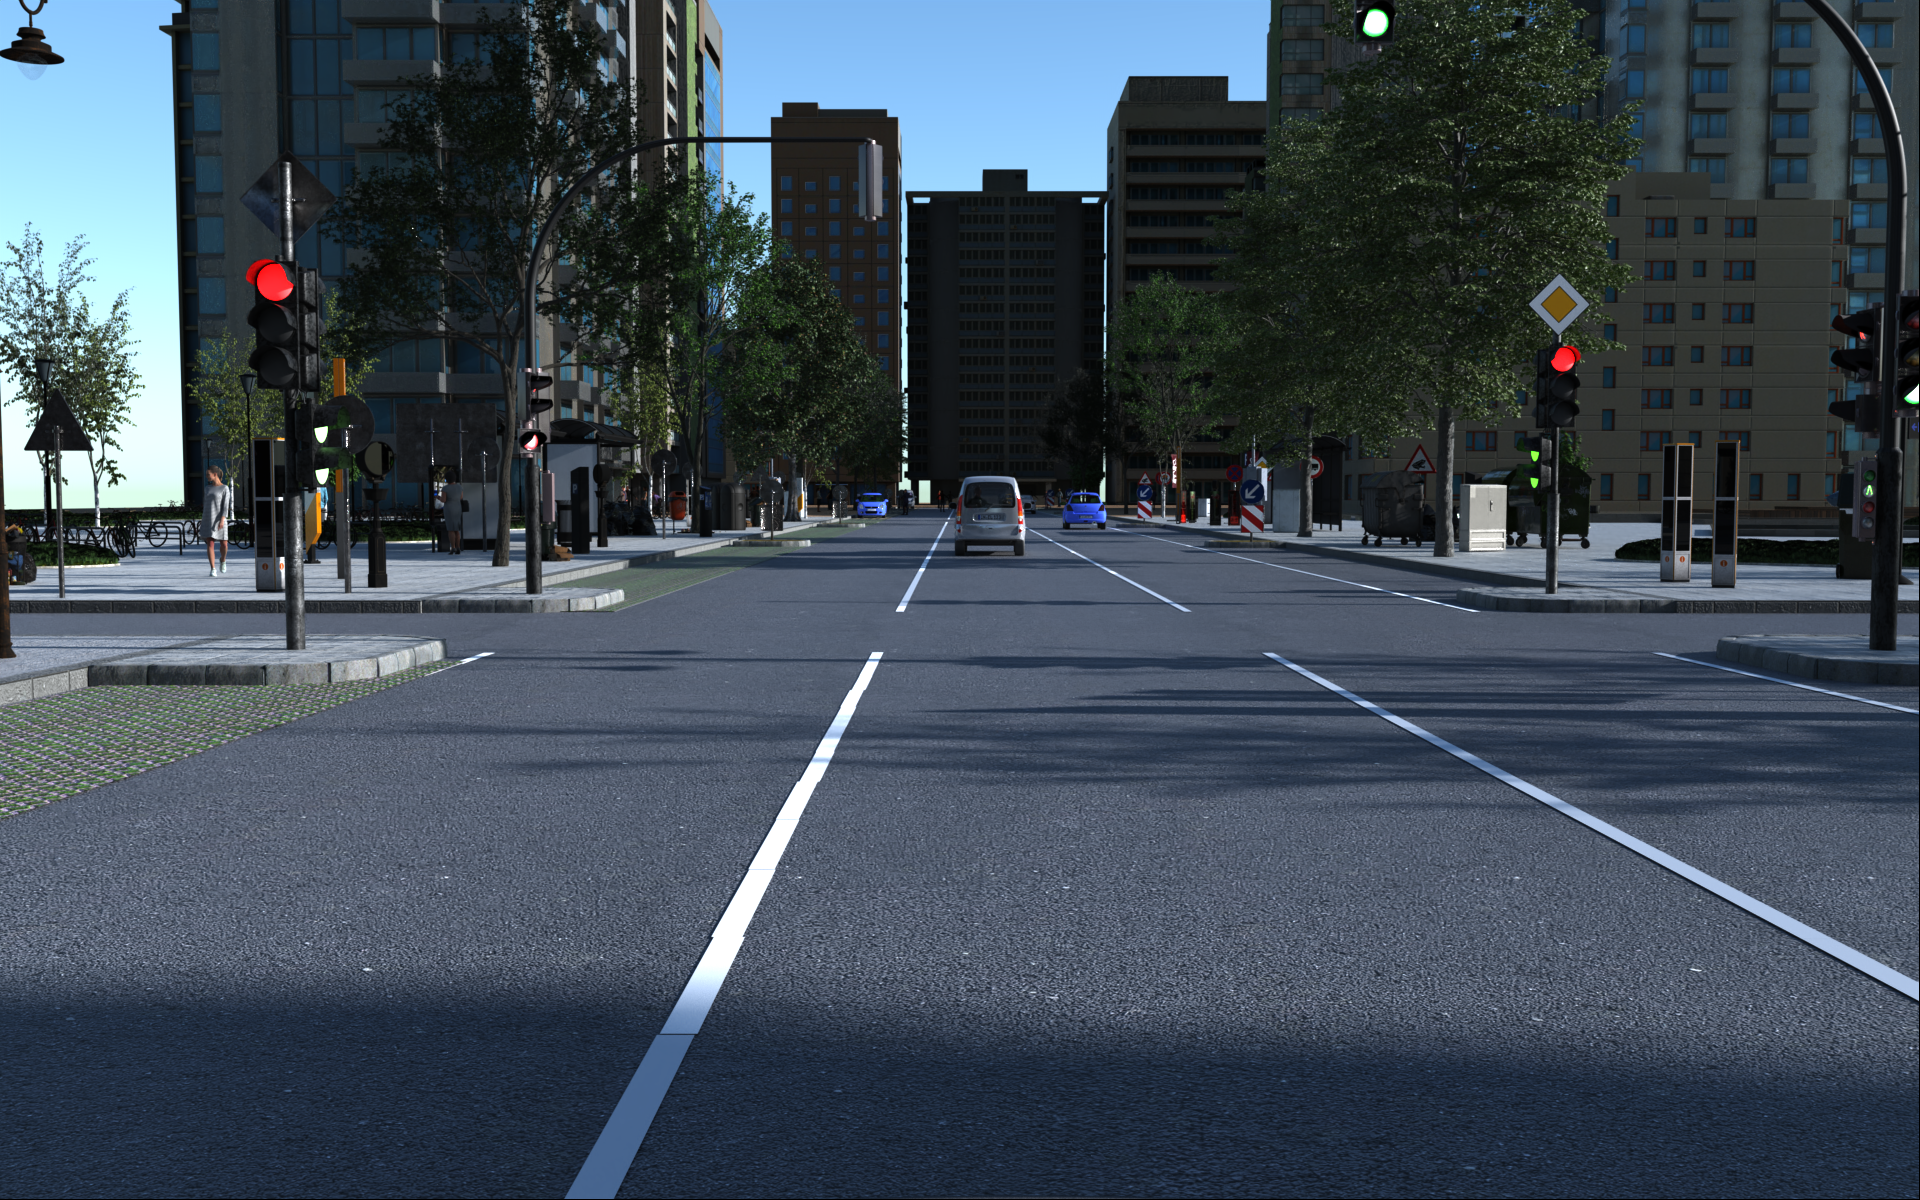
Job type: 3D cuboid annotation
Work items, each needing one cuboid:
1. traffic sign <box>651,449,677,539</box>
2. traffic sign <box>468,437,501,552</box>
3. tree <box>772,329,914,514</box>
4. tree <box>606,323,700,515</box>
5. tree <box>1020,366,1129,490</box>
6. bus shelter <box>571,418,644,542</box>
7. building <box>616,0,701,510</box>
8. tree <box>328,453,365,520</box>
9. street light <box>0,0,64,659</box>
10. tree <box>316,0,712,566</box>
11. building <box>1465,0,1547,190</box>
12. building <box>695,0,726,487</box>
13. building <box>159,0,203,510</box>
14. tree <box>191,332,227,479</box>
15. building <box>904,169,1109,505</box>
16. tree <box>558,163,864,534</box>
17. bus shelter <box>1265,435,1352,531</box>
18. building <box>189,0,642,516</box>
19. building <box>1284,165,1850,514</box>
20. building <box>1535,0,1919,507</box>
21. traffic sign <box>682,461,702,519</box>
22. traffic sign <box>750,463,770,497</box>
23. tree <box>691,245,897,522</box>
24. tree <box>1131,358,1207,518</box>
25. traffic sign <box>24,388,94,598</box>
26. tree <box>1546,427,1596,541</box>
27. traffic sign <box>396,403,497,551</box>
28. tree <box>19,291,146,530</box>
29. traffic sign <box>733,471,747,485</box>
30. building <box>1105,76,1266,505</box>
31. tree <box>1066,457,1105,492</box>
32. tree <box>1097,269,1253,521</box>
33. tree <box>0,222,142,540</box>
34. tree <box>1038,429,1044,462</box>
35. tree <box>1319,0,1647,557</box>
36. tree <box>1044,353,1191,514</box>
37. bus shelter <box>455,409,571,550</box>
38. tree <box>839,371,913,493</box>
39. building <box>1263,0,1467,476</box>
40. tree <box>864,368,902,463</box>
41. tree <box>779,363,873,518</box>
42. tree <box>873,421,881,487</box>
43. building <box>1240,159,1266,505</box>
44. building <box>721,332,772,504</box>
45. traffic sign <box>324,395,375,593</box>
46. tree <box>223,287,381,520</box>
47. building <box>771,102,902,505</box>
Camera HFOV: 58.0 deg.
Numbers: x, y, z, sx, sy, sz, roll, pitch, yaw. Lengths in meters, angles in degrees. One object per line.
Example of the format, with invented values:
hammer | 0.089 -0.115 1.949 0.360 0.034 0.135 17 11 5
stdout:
traffic sign | -8.410 -2.999 49.142 0.768 2.556 0.104 1 4 9
traffic sign | -10.548 -2.341 38.377 0.768 2.556 0.104 1 4 9
tree | -8.131 -12.411 113.284 12.009 13.543 11.850 0 3 0
tree | -12.835 -7.416 71.621 4.737 8.622 4.395 0 3 0
tree | 10.790 -15.474 163.367 12.009 13.543 11.850 0 3 0
bus shelter | -10.431 -3.366 48.962 2.014 3.302 5.546 0 4 0
building | -28.432 -27.613 135.073 14.154 41.232 14.086 0 3 0
tree | -31.329 -6.282 86.421 4.285 4.588 4.351 0 3 0
street light | -7.504 -2.484 13.408 0.468 5.910 1.993 0 3 0
tree | -7.816 -5.871 30.407 7.601 10.594 8.767 0 4 2
building | 55.169 -54.571 204.902 31.000 86.520 22.319 0 3 0
building | -28.646 -30.658 151.373 14.200 45.320 14.600 0 3 0
building | -50.184 -30.174 147.962 28.867 44.769 22.147 0 3 0
tree | -32.337 -7.762 77.268 4.737 8.622 4.395 0 3 0
building | 5.376 -31.684 209.912 23.993 40.220 32.217 0 3 0
tree | -8.702 -7.966 55.996 9.928 11.665 9.643 0 3 0
bus shelter | 12.353 -4.155 61.865 2.014 3.302 5.546 0 3 0
building | -34.250 -30.132 112.261 23.786 49.044 30.456 0 3 0
building | 38.318 -16.596 116.384 27.650 21.520 28.899 0 3 0
building | 65.511 -32.259 147.051 30.456 49.044 23.786 0 3 0
traffic sign | -10.183 -4.022 65.867 0.768 2.556 0.104 0 4 4
traffic sign | -8.386 -4.450 72.763 0.884 2.594 0.081 1 4 9
tree | -7.796 -9.989 80.332 9.611 12.733 9.660 0 3 0
tree | 10.919 -8.673 92.164 4.360 8.622 3.978 0 3 0
traffic sign | -11.088 -1.303 21.313 0.884 2.594 0.081 0 4 4
tree | 16.382 -3.233 47.459 1.663 3.219 1.824 0 3 0
traffic sign | -11.500 -2.748 38.800 2.265 3.308 0.079 0 4 2
tree | -31.224 -6.836 62.129 4.737 8.622 4.395 0 3 0
traffic sign | -11.853 -5.696 93.234 0.768 2.556 0.104 1 4 10
building | 28.167 -35.543 204.826 21.600 48.544 21.300 0 3 0
tree | 10.616 -9.957 146.508 4.285 4.588 4.351 0 3 0
tree | 10.165 -9.511 81.266 9.928 11.665 9.643 0 3 0
tree | -25.143 -5.971 47.982 4.360 8.622 3.978 0 3 0
tree | 9.644 -12.458 138.106 8.767 10.594 7.601 3 5 41
tree | 10.160 -7.134 34.768 7.486 12.596 7.792 0 3 0
tree | 10.733 -10.774 110.573 8.767 10.594 7.601 1 4 16
bus shelter | -11.181 -2.950 42.149 2.014 3.302 5.546 0 3 0
tree | -7.954 -14.774 159.680 7.486 12.596 7.792 0 3 0
building | 31.147 -27.746 137.241 14.154 41.232 14.086 0 3 0
tree | -7.959 -12.739 134.045 9.928 11.665 9.643 0 3 0
tree | -7.945 -8.600 90.971 4.737 8.622 4.395 0 3 0
tree | -7.895 -11.694 141.565 4.737 8.622 4.395 0 3 0
building | 31.542 -23.259 151.988 14.160 30.474 14.107 0 3 0
building | -35.713 -22.241 208.682 28.899 21.520 27.650 0 3 0
traffic sign | -7.917 -1.359 22.332 0.768 2.556 0.104 0 4 3
tree | -22.596 -6.749 60.705 4.737 8.622 4.395 0 3 0
building | -14.011 -33.723 201.483 14.200 45.320 14.600 0 3 0
